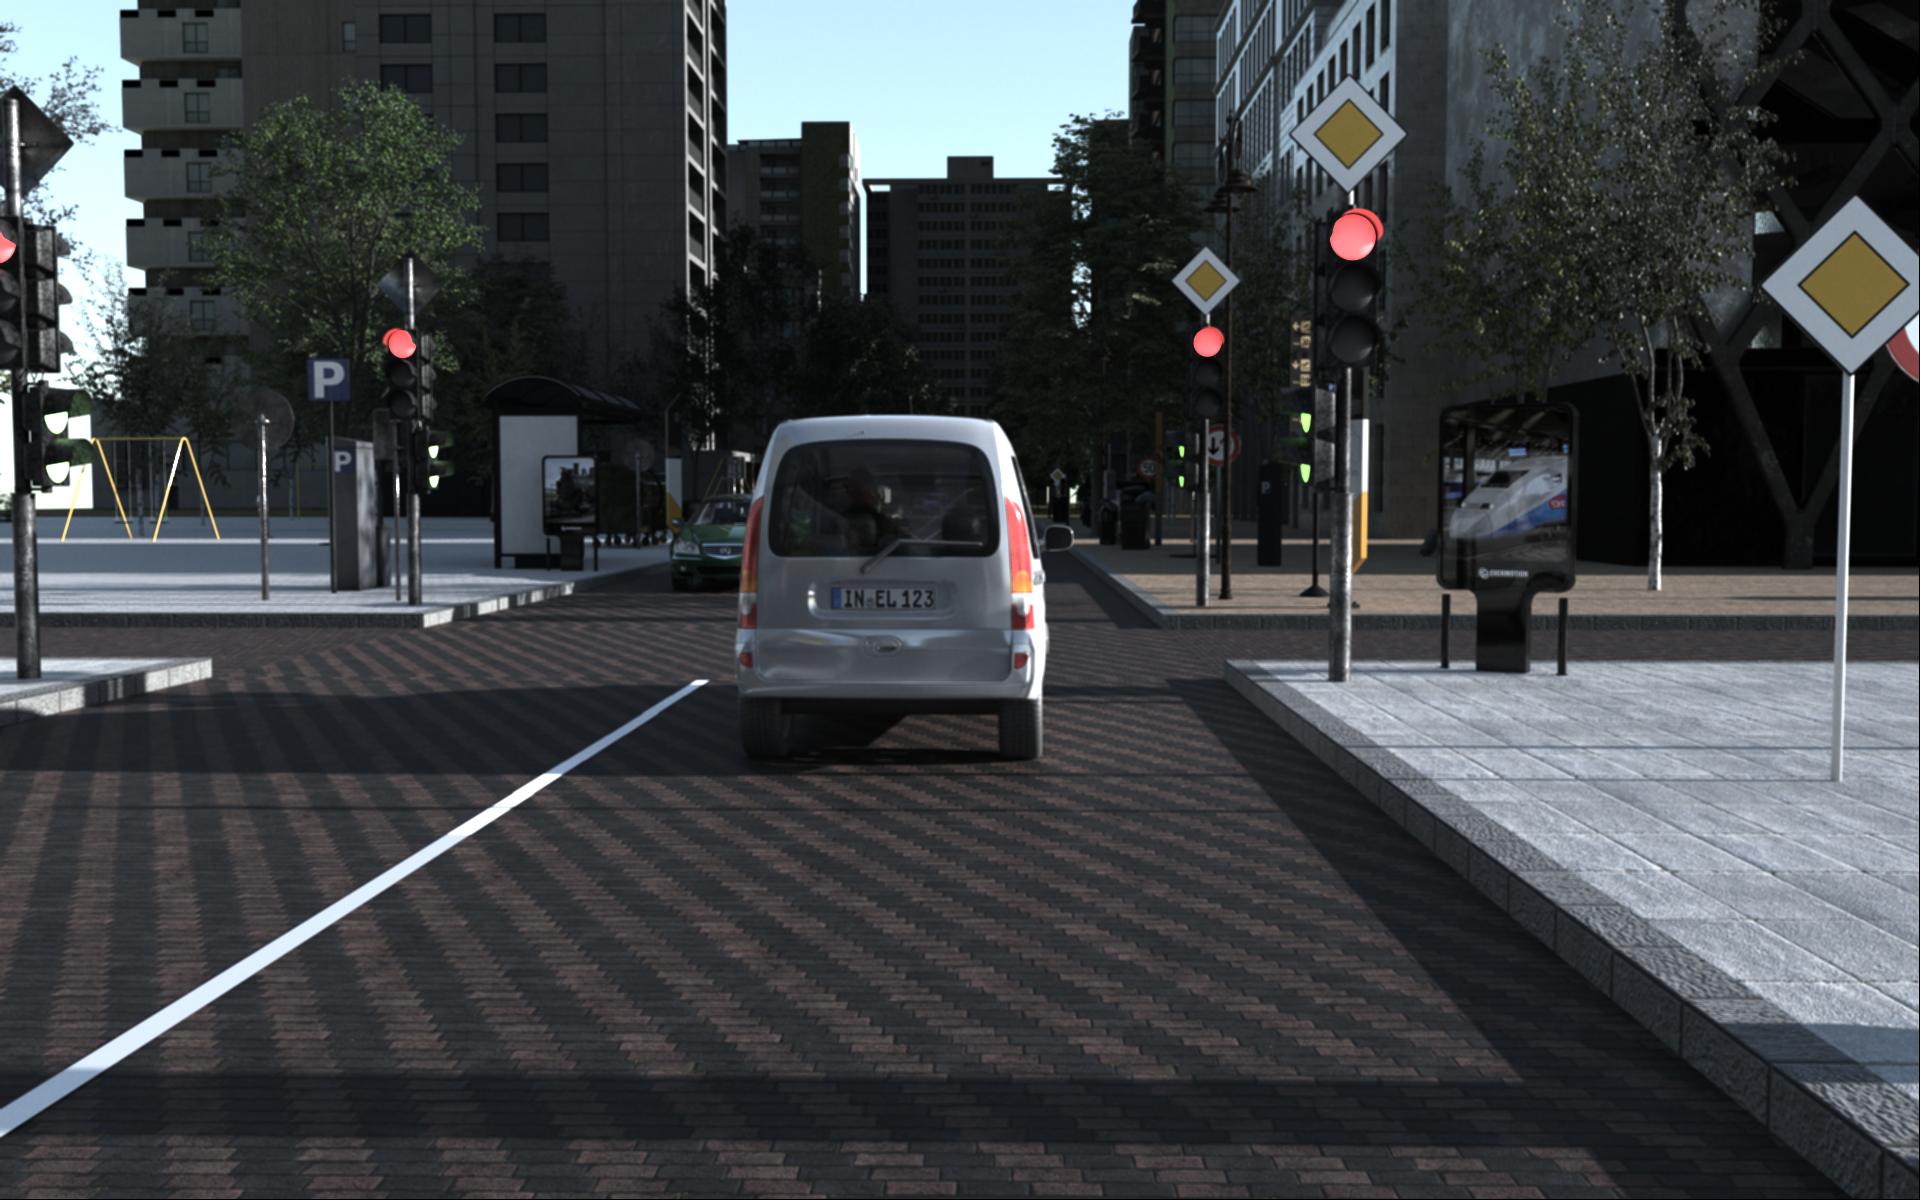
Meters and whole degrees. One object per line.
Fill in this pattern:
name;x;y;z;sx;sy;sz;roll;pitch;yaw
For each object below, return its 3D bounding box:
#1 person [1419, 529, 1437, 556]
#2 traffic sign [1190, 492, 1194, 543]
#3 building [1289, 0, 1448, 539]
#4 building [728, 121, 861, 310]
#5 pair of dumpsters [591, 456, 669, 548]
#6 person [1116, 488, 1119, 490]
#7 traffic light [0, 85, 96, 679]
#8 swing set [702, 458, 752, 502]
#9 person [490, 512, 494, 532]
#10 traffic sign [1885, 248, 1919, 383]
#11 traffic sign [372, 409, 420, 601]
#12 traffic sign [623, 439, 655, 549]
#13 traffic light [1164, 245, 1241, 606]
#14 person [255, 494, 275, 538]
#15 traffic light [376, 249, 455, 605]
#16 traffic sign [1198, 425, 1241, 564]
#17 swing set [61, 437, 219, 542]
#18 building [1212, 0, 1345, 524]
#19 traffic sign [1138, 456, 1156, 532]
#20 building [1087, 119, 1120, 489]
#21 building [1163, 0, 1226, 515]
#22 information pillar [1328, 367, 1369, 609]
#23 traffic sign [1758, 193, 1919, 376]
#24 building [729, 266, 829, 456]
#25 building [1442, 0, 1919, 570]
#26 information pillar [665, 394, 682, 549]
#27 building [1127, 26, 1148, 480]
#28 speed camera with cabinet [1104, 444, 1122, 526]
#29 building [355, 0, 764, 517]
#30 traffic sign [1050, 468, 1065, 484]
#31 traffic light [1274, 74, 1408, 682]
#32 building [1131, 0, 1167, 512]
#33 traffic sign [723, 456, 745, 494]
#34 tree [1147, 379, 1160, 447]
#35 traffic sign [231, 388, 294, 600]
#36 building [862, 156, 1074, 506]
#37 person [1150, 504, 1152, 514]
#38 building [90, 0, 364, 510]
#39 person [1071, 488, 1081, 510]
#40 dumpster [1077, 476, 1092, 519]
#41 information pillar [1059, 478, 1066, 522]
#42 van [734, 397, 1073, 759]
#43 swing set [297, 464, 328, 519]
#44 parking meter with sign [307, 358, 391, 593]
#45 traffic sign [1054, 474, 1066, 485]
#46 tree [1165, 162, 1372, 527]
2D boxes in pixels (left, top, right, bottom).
person;10.285;-1.809;35.830;1.509;1.804;0.699;0;3;0
traffic sign;6.138;-2.793;45.764;0.768;2.556;0.104;0;4;2
building;17.492;-12.347;56.619;10.420;20.320;16.860;0;4;1
building;-18.479;-31.185;193.475;14.086;41.232;14.154;0;4;1
pair of dumpsters;-8.171;-2.477;42.995;1.574;2.255;4.437;0;4;1
person;6.359;-4.044;71.947;0.755;1.850;0.659;-2;4;-25
traffic light;-6.473;-1.409;11.955;0.839;4.253;0.868;0;4;1
swing set;-9.724;-4.611;73.017;2.862;2.851;3.119;0;4;-1
person;-14.828;-3.080;56.365;0.822;1.834;0.622;1;4;15
traffic sign;4.937;-0.523;8.652;0.768;2.556;0.104;0;4;2
traffic sign;-6.749;-1.140;20.763;0.606;2.300;0.079;1;4;9
traffic sign;-7.459;-2.451;40.174;0.768;2.556;0.104;1;4;8
traffic light;2.765;-1.886;19.752;0.839;4.253;0.868;0;4;1
person;-20.172;-2.543;50.224;0.523;1.515;0.503;-1;4;-19
traffic light;-6.294;-1.897;19.938;0.839;4.253;0.868;0;4;1
traffic sign;4.759;-1.941;31.842;0.768;2.556;0.104;0;4;6
swing set;-22.637;-3.085;48.060;3.119;2.851;2.862;1;4;12
building;18.960;-18.477;79.593;11.434;29.767;29.804;0;4;1
traffic sign;6.413;-3.588;58.777;0.768;2.556;0.104;0;4;7
building;27.472;-33.145;196.548;28.867;44.769;22.147;0;4;1
building;20.161;-26.203;112.008;14.154;41.232;14.086;0;4;1
information pillar;4.372;-1.714;19.381;0.183;3.616;0.504;-2;4;-27
traffic sign;3.933;-0.484;7.639;0.795;2.593;0.064;0;4;6
building;-26.429;-18.681;150.471;28.899;21.520;27.650;0;4;1
building;20.403;-10.255;35.114;16.811;18.784;16.820;0;4;1
information pillar;-6.659;-2.996;40.340;0.183;3.616;0.504;2;4;30
building;21.943;-28.845;155.213;14.154;41.232;14.086;0;4;1
speed camera with cabinet;6.126;-4.535;68.477;0.660;3.252;2.038;3;4;37
building;-22.844;-40.764;104.737;20.563;71.187;20.611;0;4;1
traffic sign;4.879;-5.301;86.397;0.795;2.593;0.064;0;4;7
traffic light;2.586;-1.397;11.769;0.839;4.253;0.868;0;4;1
building;24.583;-29.274;133.259;22.147;44.769;28.867;0;4;1
traffic sign;-6.145;-2.752;47.119;0.606;2.300;0.079;0;4;4
tree;9.579;-7.116;66.717;4.737;8.622;4.395;0;3;0
traffic sign;-8.421;-1.273;20.926;0.768;2.556;0.104;0;4;3
building;1.150;-31.187;201.781;23.993;40.220;32.217;0;4;1
person;7.658;-4.223;75.299;0.699;1.804;1.509;-3;5;-43
building;-54.875;-34.275;149.633;27.495;52.752;28.713;0;4;1
person;9.786;-8.378;143.164;1.348;1.807;0.705;1;4;13
dumpster;6.673;-5.174;87.084;1.502;2.255;1.985;0;4;1
information pillar;4.721;-4.586;79.476;0.304;2.012;0.304;0;4;0
van;-0.297;-0.229;10.753;2.013;2.044;4.112;0;4;3
swing set;-33.293;-5.694;90.723;3.119;2.851;2.862;-1;4;-22
parking meter with sign;-8.114;-1.646;23.179;0.543;3.016;1.738;0;4;0
traffic sign;5.051;-5.217;87.434;0.606;2.300;0.079;1;4;8
tree;6.946;-5.395;38.570;4.737;8.622;4.395;0;3;0
